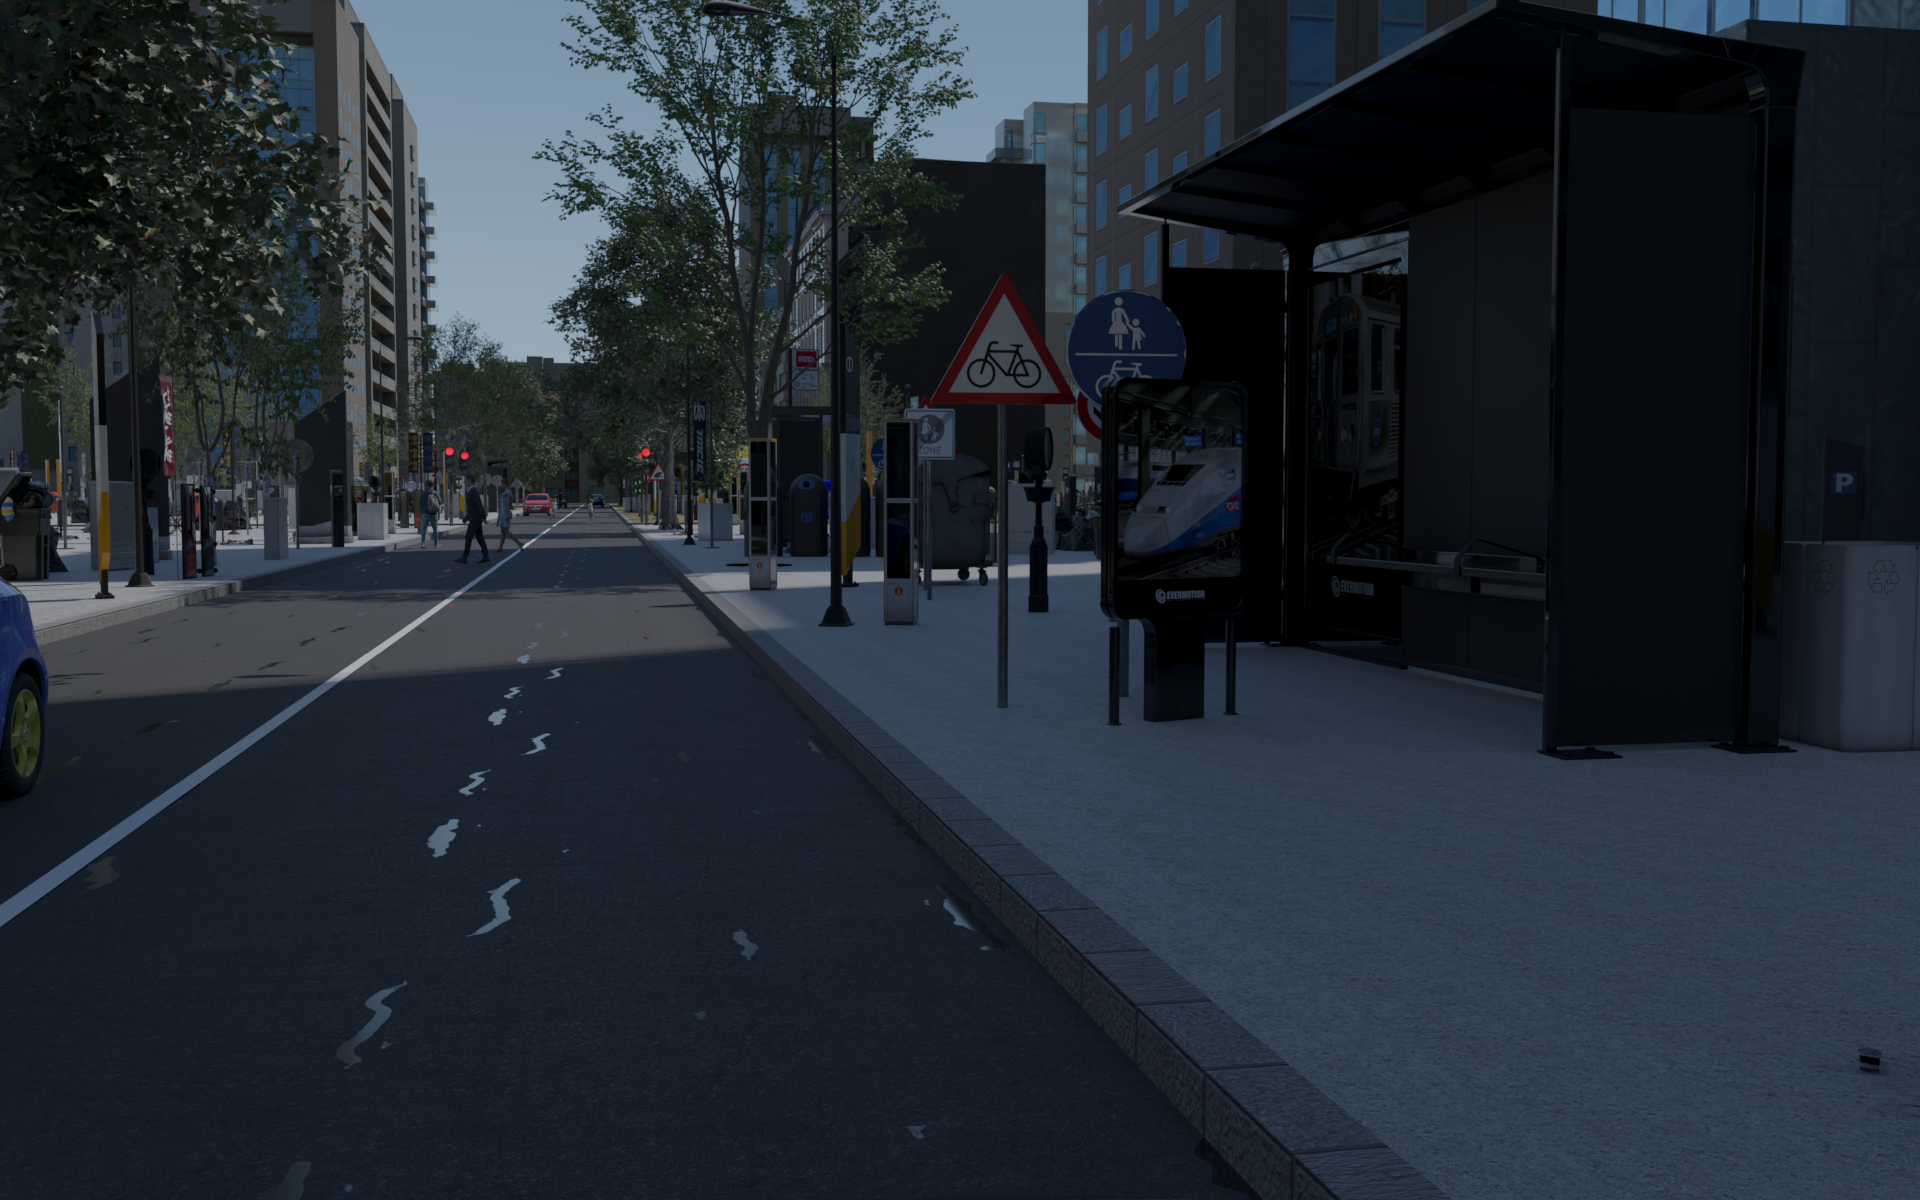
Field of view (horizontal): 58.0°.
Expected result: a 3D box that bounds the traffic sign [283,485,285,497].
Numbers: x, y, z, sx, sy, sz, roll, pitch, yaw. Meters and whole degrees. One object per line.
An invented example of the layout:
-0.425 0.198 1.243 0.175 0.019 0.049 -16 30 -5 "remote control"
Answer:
-22.026 -3.320 56.407 0.606 2.300 0.079 0 4 -3 "traffic sign"

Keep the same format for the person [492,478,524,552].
-11.080 -2.070 42.437 0.778 1.811 0.616 0 4 -2 "person"

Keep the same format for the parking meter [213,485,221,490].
-46.658 -6.305 108.802 0.255 1.863 0.399 3 4 36 "parking meter"

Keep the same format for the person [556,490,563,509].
-38.110 -9.593 164.980 0.705 1.869 1.348 -3 5 -43 "person"

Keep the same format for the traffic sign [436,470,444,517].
-27.797 -5.654 92.444 0.884 2.594 0.081 -1 4 -11 "traffic sign"

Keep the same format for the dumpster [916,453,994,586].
-0.273 -1.166 24.828 1.264 1.857 1.865 -1 4 -12 "dumpster"

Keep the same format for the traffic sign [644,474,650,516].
-18.859 -6.324 103.503 0.768 2.556 0.104 0 4 -5 "traffic sign"

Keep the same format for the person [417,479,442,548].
-14.006 -2.269 45.577 0.794 1.824 0.713 1 4 12 "person"

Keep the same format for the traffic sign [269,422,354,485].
-18.229 -3.355 48.721 2.265 3.308 0.079 0 4 -7 "traffic sign"

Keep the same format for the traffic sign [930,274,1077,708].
0.256 -0.631 10.328 0.884 2.594 0.081 -1 4 -10 "traffic sign"

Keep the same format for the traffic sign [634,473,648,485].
-18.064 -5.994 98.107 0.768 2.556 0.104 0 4 -8 "traffic sign"

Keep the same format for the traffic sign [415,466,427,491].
-24.632 -4.861 79.586 0.768 2.556 0.104 0 4 -5 "traffic sign"

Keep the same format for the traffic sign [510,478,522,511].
-34.263 -8.176 133.679 0.884 2.594 0.081 -1 4 -11 "traffic sign"

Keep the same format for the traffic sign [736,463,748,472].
-8.754 -4.309 70.556 0.768 2.556 0.104 0 4 -4 "traffic sign"

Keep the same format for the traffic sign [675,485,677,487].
-21.296 -7.846 128.289 0.884 2.594 0.081 -1 4 -12 "traffic sign"

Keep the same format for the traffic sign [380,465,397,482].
-25.181 -4.653 76.078 0.884 2.594 0.081 -1 4 -10 "traffic sign"

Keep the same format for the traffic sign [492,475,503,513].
-30.666 -7.016 114.816 0.768 2.556 0.104 0 4 -4 "traffic sign"

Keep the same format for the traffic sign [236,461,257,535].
-22.149 -3.161 53.807 0.606 2.300 0.079 0 4 -5 "traffic sign"

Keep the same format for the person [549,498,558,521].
-21.808 -4.860 92.975 0.382 1.210 0.505 1 4 17 "person"

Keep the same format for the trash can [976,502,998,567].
0.360 -1.171 30.800 0.748 1.137 0.748 0 3 0 "trash can"

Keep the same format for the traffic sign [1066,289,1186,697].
1.031 -0.660 10.901 0.768 2.556 0.104 0 4 -8 "traffic sign"

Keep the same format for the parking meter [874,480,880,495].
-3.392 -4.058 72.061 0.255 1.863 0.399 1 4 13 "parking meter"

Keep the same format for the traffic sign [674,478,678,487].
-21.063 -7.757 126.937 0.768 2.556 0.104 -1 4 -11 "traffic sign"

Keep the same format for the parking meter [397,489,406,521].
-26.315 -4.478 81.632 0.372 1.533 0.369 0 3 0 "parking meter"

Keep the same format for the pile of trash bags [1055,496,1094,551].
2.599 -1.877 40.438 1.912 1.369 3.447 -2 4 -24 "pile of trash bags"

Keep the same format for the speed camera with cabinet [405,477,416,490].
-39.934 -8.177 128.022 2.038 3.252 0.660 -2 4 -32 "speed camera with cabinet"

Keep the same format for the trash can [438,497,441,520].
-24.444 -4.197 80.272 0.748 1.137 0.748 0 3 0 "trash can"

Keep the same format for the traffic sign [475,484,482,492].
-41.298 -9.086 148.561 0.884 2.594 0.081 -1 4 -9 "traffic sign"

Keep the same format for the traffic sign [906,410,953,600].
-0.368 -1.145 20.848 0.606 2.300 0.079 -1 4 -9 "traffic sign"

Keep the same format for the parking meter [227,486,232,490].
-49.808 -6.884 118.269 0.399 1.863 0.255 0 4 7 "parking meter"

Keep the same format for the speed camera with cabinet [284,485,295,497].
-24.904 -4.413 66.493 2.038 3.252 0.660 -2 4 -33 "speed camera with cabinet"

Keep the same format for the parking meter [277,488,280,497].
-29.688 -4.091 75.293 0.372 1.533 0.369 0 3 0 "parking meter"

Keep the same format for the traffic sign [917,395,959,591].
-0.454 -1.400 22.891 0.884 2.594 0.081 0 4 -6 "traffic sign"

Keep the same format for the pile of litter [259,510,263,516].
-40.172 -5.338 101.240 1.719 0.858 1.176 -1 4 -12 "pile of litter"

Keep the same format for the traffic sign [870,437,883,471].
-1.616 -2.351 38.551 0.768 2.556 0.104 0 4 -3 "traffic sign"

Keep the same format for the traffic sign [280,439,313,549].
-15.409 -2.455 40.239 0.768 2.556 0.104 0 4 -5 "traffic sign"

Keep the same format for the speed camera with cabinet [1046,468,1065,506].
6.251 -7.264 113.108 2.038 3.252 0.660 -1 4 -18 "speed camera with cabinet"

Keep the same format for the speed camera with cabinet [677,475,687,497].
-19.155 -7.912 123.691 2.038 3.252 0.660 -2 4 -33 "speed camera with cabinet"

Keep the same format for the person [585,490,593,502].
-37.233 -10.113 173.947 0.705 1.812 1.348 1 4 22 "person"

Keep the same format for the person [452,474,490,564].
-10.074 -1.675 35.671 0.755 1.850 0.659 -1 4 -12 "person"

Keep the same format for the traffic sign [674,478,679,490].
-21.213 -7.853 128.495 0.768 2.556 0.104 0 4 -3 "traffic sign"

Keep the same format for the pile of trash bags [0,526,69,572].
-15.549 -1.130 28.233 1.912 1.369 3.447 -1 4 -12 "pile of trash bags"

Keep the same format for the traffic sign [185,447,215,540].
-20.660 -2.874 47.094 0.768 2.556 0.104 0 4 -5 "traffic sign"

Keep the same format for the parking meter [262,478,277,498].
-23.163 -3.206 58.128 0.255 1.863 0.399 3 5 42 "parking meter"

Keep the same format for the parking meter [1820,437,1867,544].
9.121 -0.746 17.901 0.399 1.863 0.255 1 4 20 "parking meter"

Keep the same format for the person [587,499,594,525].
-17.240 -4.100 80.547 0.382 1.210 0.505 -2 4 -35 "person"

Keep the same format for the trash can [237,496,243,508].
-52.913 -7.090 127.581 0.748 1.137 0.748 0 3 0 "trash can"

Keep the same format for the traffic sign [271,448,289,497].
-18.652 -2.904 47.585 0.768 2.556 0.104 0 4 -5 "traffic sign"

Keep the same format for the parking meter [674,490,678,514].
-18.532 -6.385 112.803 0.372 1.533 0.369 0 3 0 "parking meter"

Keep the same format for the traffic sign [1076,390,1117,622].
1.536 -1.054 17.341 0.768 2.556 0.104 0 4 -4 "traffic sign"

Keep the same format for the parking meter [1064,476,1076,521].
3.574 -3.082 56.109 0.255 1.863 0.399 -2 4 -26 "parking meter"

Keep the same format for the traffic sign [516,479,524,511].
-34.415 -8.184 134.995 0.795 2.450 0.064 0 4 -7 "traffic sign"

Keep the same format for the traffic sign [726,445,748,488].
-8.827 -4.777 71.974 2.265 3.308 0.079 -1 4 -10 "traffic sign"

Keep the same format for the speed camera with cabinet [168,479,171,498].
-48.909 -6.773 105.079 2.038 3.252 0.660 1 4 19 "speed camera with cabinet"

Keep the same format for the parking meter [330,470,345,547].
-15.069 -2.214 41.912 0.255 1.863 0.399 -2 4 -28 "parking meter"

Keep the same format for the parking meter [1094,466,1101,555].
3.024 -1.867 36.236 0.399 1.863 0.255 3 5 42 "parking meter"

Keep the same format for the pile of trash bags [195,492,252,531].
-26.365 -3.129 60.904 1.912 1.369 3.447 0 4 0 "pile of trash bags"

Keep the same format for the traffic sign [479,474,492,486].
-29.377 -6.555 107.272 0.768 2.556 0.104 0 4 -3 "traffic sign"

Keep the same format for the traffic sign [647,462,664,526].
-12.090 -4.251 69.503 0.884 2.594 0.081 0 4 -4 "traffic sign"
